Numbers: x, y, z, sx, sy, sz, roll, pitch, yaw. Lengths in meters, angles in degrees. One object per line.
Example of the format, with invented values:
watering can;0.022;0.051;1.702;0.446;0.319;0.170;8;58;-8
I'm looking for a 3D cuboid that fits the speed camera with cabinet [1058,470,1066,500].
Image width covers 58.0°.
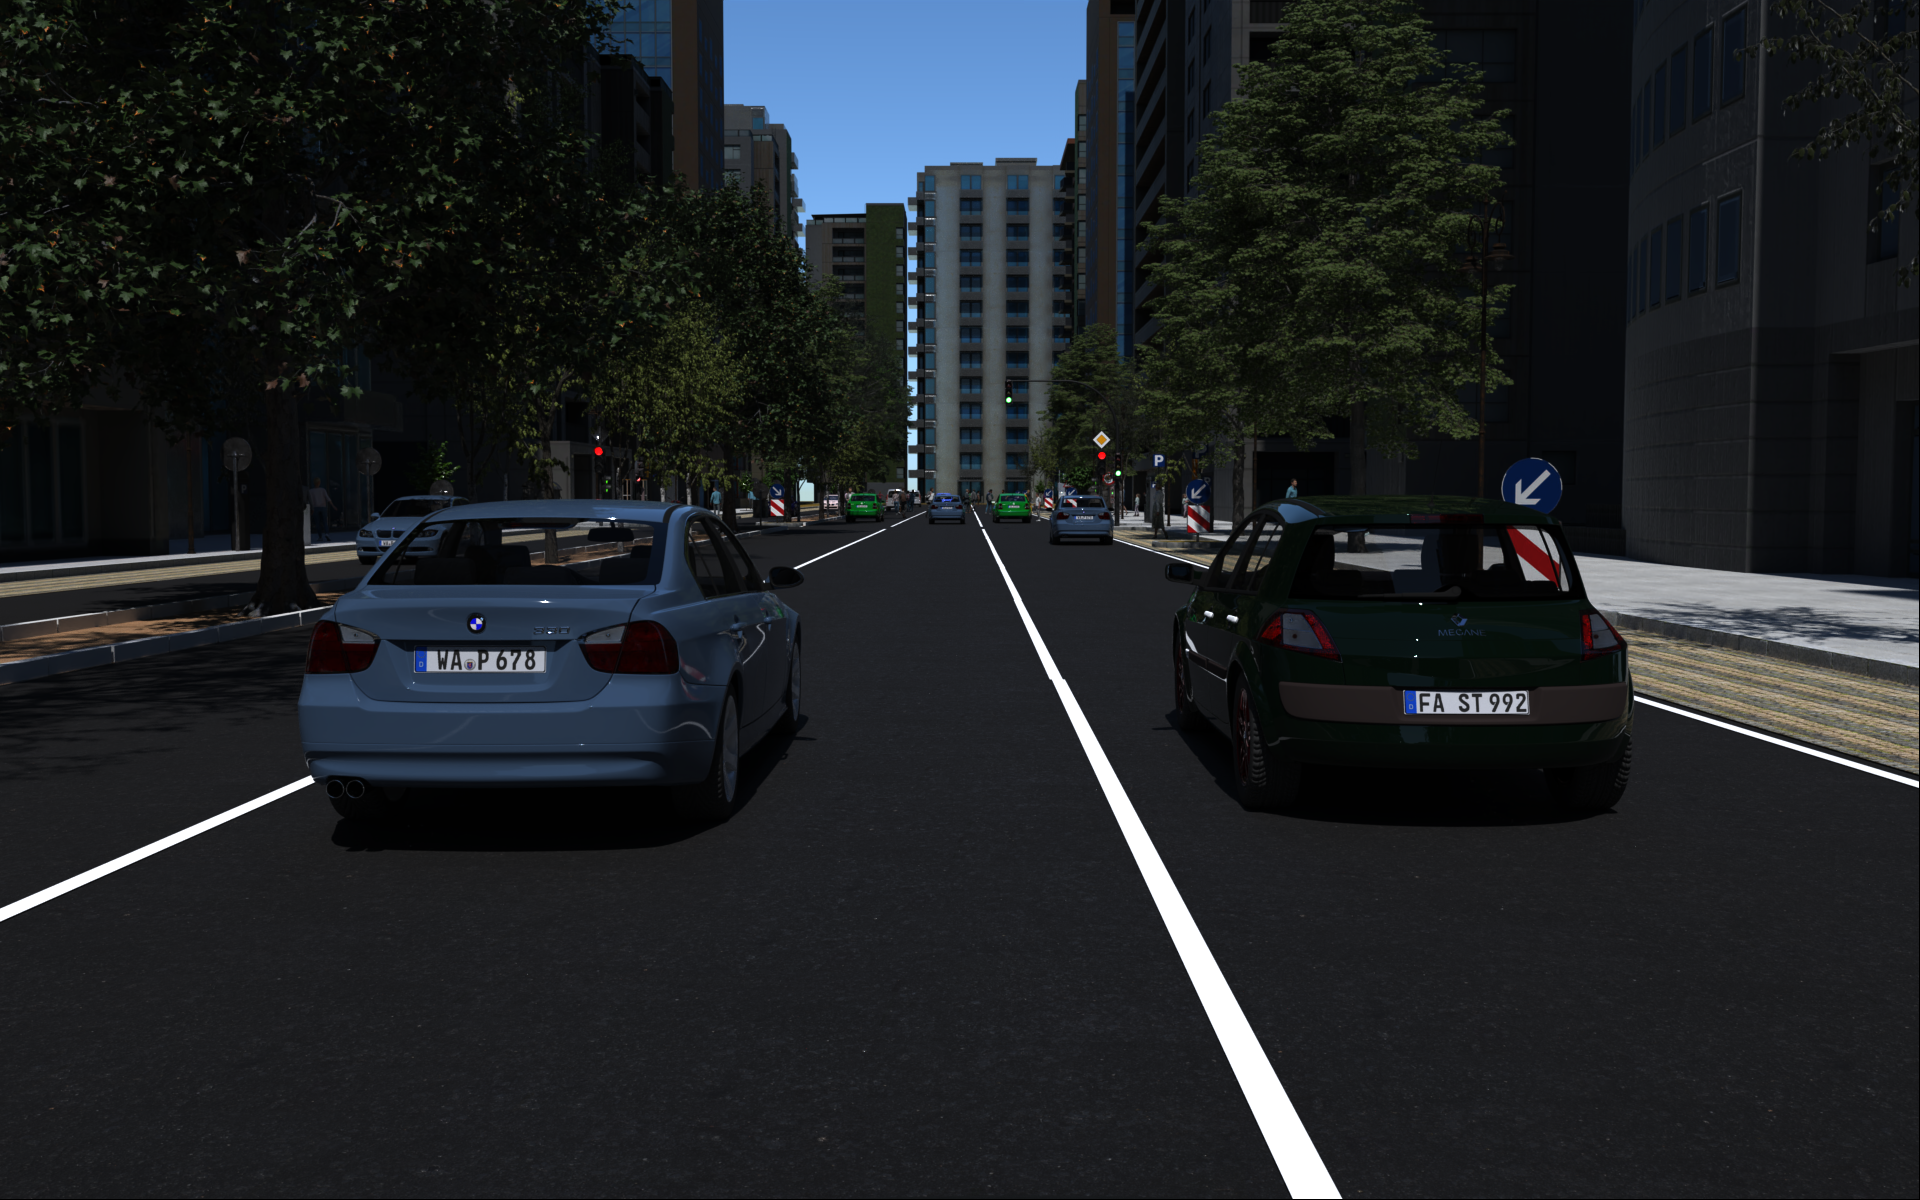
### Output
speed camera with cabinet;8.370;-9.048;142.269;0.660;3.252;2.038;0;4;2

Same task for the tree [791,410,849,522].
tree;-8.025;-8.153;86.128;4.737;8.622;4.395;0;3;0

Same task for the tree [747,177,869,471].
tree;-8.120;-8.636;60.670;9.611;12.733;9.660;0;3;0

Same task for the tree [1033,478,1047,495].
tree;9.401;-12.707;202.356;1.663;3.219;1.824;0;3;0

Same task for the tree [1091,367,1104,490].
tree;8.948;-8.846;94.989;4.360;8.622;3.978;0;3;0

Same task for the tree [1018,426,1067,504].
tree;9.459;-14.405;185.882;4.360;8.622;3.978;0;3;0

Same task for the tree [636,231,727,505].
tree;-8.242;-5.441;41.787;4.737;8.622;4.395;0;3;0

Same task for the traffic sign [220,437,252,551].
traffic sign;-16.182;-2.361;38.713;0.768;2.556;0.104;1;4;9

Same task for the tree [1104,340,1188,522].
tree;9.251;-7.967;80.630;4.360;8.622;3.978;0;3;0

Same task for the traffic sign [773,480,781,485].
traffic sign;-16.164;-9.333;152.703;0.768;2.556;0.104;0;4;8

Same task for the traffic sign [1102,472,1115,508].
traffic sign;8.531;-6.073;99.392;0.768;2.556;0.104;0;4;4

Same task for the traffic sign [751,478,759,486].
traffic sign;-16.036;-8.262;135.192;0.768;2.556;0.104;0;4;4

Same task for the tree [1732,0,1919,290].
tree;8.217;-3.860;13.471;4.360;8.622;3.978;0;3;0

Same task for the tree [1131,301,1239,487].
tree;8.462;-6.829;62.018;4.737;8.622;4.395;0;3;0

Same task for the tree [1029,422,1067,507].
tree;8.754;-13.293;167.703;4.737;8.622;4.395;0;3;0

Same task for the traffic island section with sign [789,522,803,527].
traffic island section with sign;-8.035;-4.202;76.834;2.006;1.907;1.989;0;4;0

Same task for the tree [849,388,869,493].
tree;-7.951;-9.263;104.267;4.737;8.622;4.395;0;3;0

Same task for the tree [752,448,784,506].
tree;-16.937;-12.508;154.868;4.360;8.622;3.978;0;3;0

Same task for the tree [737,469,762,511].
tree;-16.054;-8.351;131.143;1.663;3.219;1.824;0;3;0

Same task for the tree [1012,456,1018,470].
tree;8.928;-16.327;217.303;4.360;8.622;3.978;0;3;0

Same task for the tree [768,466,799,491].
tree;-16.703;-10.942;162.608;4.285;4.588;4.351;0;3;0

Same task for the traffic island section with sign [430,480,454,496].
traffic island section with sign;-14.112;-2.334;46.782;1.989;1.847;2.006;0;4;0

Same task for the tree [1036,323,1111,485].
tree;8.793;-12.071;115.491;7.486;12.596;7.792;0;3;0

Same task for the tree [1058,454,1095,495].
tree;8.895;-8.681;125.648;4.285;4.588;4.351;0;3;0

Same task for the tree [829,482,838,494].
tree;-16.291;-14.218;227.064;1.663;3.219;1.824;0;3;0

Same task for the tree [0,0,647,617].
tree;-7.983;-6.163;20.228;9.611;12.733;9.660;0;3;0

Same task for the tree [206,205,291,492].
tree;-17.261;-5.636;42.506;4.360;8.622;3.978;0;3;0

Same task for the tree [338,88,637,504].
tree;-7.971;-4.604;28.096;4.737;8.622;4.395;0;3;0

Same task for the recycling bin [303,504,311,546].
recycling bin;-16.477;-1.836;42.565;0.722;1.027;0.722;1;4;19

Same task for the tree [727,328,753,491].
tree;-8.080;-5.762;47.033;4.737;8.622;4.395;0;3;0

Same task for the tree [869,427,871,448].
tree;-7.610;-9.558;109.094;4.737;8.622;4.395;0;3;0

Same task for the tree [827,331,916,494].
tree;-7.889;-13.840;135.396;9.857;13.997;8.962;0;3;0

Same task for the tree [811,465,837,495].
tree;-15.519;-17.393;218.789;7.601;10.594;8.767;0;4;1

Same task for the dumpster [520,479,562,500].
dumpster;-16.442;-3.807;68.002;1.264;1.857;1.865;0;4;0

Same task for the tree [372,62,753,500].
tree;-8.331;-6.031;35.471;8.767;10.594;7.601;0;4;0

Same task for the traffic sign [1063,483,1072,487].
traffic sign;8.463;-8.257;135.006;0.884;2.594;0.081;0;4;6

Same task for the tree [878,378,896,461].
tree;-7.974;-11.902;115.175;7.486;12.596;7.792;0;3;0

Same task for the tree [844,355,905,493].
tree;-7.717;-12.012;124.609;9.928;11.665;9.643;0;3;0

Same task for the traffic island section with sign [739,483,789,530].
traffic island section with sign;-8.069;-3.749;69.427;2.006;1.907;1.989;0;4;0

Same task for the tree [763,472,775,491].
tree;-16.879;-9.478;149.572;1.663;3.219;1.824;0;3;0

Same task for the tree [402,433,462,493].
tree;-16.766;-3.697;55.040;1.663;3.219;1.824;0;3;0

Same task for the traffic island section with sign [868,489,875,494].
traffic island section with sign;-7.794;-8.797;151.972;2.006;1.907;1.989;0;4;0

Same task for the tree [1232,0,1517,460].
tree;8.277;-7.303;37.539;7.486;12.596;7.792;0;3;0

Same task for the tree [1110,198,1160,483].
tree;8.946;-8.249;52.995;7.486;12.596;7.792;0;3;0

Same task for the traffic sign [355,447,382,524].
traffic sign;-16.133;-2.882;47.234;0.768;2.556;0.104;1;4;9

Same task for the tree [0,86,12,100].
tree;-8.070;-5.807;7.770;12.009;13.543;11.850;0;3;0

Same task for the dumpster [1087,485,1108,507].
dumpster;8.424;-6.100;105.501;1.264;1.857;1.865;0;4;0

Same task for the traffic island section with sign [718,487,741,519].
traffic island section with sign;-13.925;-5.699;101.801;1.989;1.847;2.006;0;4;0

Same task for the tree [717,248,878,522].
tree;-7.996;-9.703;79.234;7.486;12.596;7.792;0;3;0

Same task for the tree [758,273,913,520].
tree;-7.652;-11.182;95.660;12.009;13.543;11.850;0;3;0
